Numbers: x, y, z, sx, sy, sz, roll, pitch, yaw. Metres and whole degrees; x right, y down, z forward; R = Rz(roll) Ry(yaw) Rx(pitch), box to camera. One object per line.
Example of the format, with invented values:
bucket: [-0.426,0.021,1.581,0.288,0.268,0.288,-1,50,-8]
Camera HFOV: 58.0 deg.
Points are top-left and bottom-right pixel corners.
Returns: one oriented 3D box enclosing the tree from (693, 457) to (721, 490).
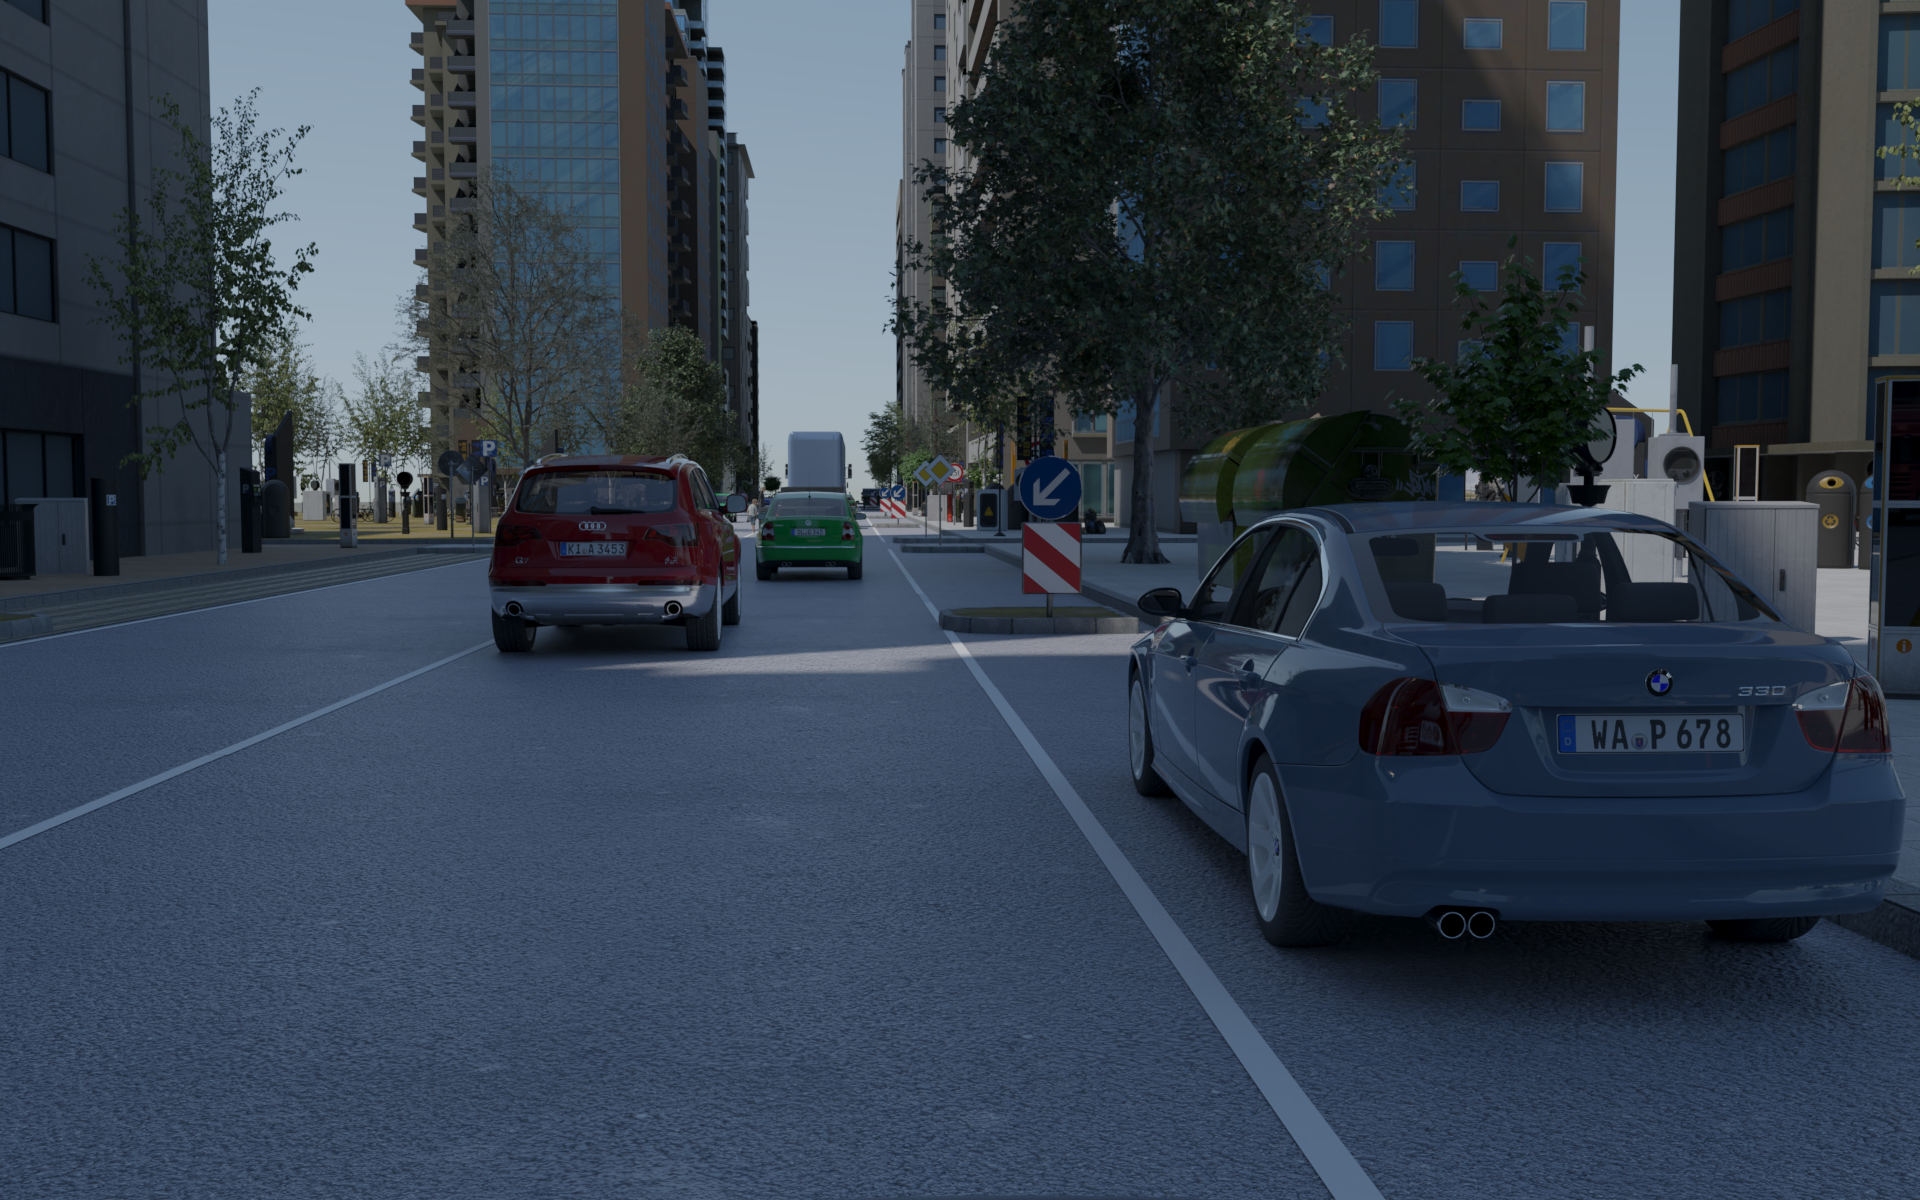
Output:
tree: [-21.108,-9.688,142.115,4.285,4.588,4.351,0,3,0]

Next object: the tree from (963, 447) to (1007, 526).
tree: [1.072,-4.607,69.919,1.663,3.219,1.824,0,3,0]

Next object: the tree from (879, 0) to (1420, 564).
tree: [3.412,-7.014,31.688,9.611,12.733,9.660,0,3,0]

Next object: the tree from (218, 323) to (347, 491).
tree: [-28.942,-7.474,72.566,4.360,8.622,3.978,0,3,0]

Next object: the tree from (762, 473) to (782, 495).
tree: [-28.813,-17.212,265.135,4.285,4.588,4.351,0,3,0]

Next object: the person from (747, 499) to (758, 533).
person: [-7.521,-3.038,62.859,0.352,1.250,0.332,-2,4,-35]

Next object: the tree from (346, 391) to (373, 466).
tree: [-39.066,-9.519,106.005,4.360,8.622,3.978,0,3,0]

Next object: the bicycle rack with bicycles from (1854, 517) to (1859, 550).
bicycle rack with bicycles: [19.457,-1.652,40.386,2.852,0.926,2.925,-3,4,-36]

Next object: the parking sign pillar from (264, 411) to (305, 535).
parking sign pillar: [-21.738,-4.087,55.295,1.447,3.967,1.447,0,4,1]

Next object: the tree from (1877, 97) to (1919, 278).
tree: [12.066,-4.191,18.887,4.737,8.622,4.395,0,3,0]

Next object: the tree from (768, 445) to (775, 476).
tree: [-27.607,-17.674,239.334,4.360,8.622,3.978,0,3,0]

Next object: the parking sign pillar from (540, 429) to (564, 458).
parking sign pillar: [-17.101,-5.146,72.617,1.447,3.967,1.447,-3,5,-42]

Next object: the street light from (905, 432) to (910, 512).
street light: [-3.794,-9.378,126.120,0.468,5.910,1.993,0,4,-4]

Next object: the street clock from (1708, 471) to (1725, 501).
street clock: [23.849,-3.064,54.669,0.471,2.002,0.358,1,4,15]

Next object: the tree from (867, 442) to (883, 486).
tree: [-10.145,-16.969,227.808,4.360,8.622,3.978,0,3,0]

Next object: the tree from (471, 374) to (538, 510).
tree: [-27.476,-9.442,104.731,4.737,8.622,4.395,0,3,0]

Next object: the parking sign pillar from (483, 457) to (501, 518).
parking sign pillar: [-25.609,-6.475,94.339,1.447,3.967,1.447,0,4,-1]

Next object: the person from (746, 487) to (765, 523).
person: [-10.159,-4.775,86.793,0.699,1.804,1.509,3,4,37]

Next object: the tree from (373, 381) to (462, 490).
tree: [-34.611,-9.881,111.917,4.360,8.622,3.978,0,3,0]

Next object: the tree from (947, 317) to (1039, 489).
tree: [1.124,-6.932,63.708,4.737,8.622,4.395,0,3,0]

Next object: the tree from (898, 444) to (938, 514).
tree: [-2.435,-8.008,114.649,4.285,4.588,4.351,0,3,0]

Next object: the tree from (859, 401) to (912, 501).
tree: [-8.339,-17.837,209.758,7.486,12.596,7.792,0,3,0]

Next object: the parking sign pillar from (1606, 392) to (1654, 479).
parking sign pillar: [16.399,-3.319,42.731,1.447,3.967,1.447,-3,4,-37]

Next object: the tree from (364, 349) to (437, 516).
tree: [-29.230,-8.353,86.933,4.737,8.622,4.395,0,3,0]

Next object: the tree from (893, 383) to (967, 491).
tree: [-1.053,-9.555,106.583,4.360,8.622,3.978,0,3,0]

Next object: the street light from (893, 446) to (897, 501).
street light: [-6.080,-11.610,162.614,0.468,5.910,1.993,0,4,-4]

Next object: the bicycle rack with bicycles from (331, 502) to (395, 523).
bicycle rack with bicycles: [-27.397,-4.029,79.248,2.925,0.926,2.852,-2,4,-27]

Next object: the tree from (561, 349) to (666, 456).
tree: [-16.940,-8.235,85.006,4.360,8.622,3.978,0,3,0]

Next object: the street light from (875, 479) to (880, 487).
street light: [-13.935,-19.128,285.529,0.468,5.910,1.993,0,4,-4]

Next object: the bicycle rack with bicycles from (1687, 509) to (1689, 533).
bicycle rack with bicycles: [19.128,-1.826,43.236,2.925,0.926,2.852,-2,4,-32]

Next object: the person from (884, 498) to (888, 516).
person: [-4.840,-6.152,113.371,0.425,1.301,0.394,1,4,14]

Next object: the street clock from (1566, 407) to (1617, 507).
street clock: [5.241,-0.605,14.461,0.471,2.002,0.358,-3,5,-39]

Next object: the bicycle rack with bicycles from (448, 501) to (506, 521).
bicycle rack with bicycles: [-23.551,-4.335,84.251,2.925,0.926,2.852,0,4,7]

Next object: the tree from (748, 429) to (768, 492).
tree: [-23.011,-14.114,181.122,4.360,8.622,3.978,0,3,0]

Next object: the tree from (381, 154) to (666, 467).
tree: [-16.158,-9.380,63.739,12.009,13.543,11.850,0,3,0]

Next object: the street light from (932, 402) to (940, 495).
street light: [-1.213,-6.988,87.045,0.468,5.910,1.993,0,4,-4]

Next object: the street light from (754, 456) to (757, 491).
street light: [-24.812,-14.532,210.389,0.468,5.910,1.993,0,4,-4]

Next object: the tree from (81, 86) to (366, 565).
tree: [-13.595,-4.963,31.500,4.737,8.622,4.395,0,3,0]

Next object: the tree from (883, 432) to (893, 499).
tree: [-3.390,-11.276,134.730,4.360,8.622,3.978,0,3,0]

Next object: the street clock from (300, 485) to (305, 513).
street clock: [-44.503,-6.898,117.354,0.358,2.002,0.471,0,4,-6]

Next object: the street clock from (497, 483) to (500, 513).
street clock: [-29.129,-6.373,108.773,0.471,2.002,0.358,-2,4,-28]

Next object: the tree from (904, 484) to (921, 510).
tree: [-3.778,-9.011,141.929,1.663,3.219,1.824,0,3,0]

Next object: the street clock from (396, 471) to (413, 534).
street clock: [-17.731,-3.107,55.364,0.471,2.002,0.358,0,4,1]

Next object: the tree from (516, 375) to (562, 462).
tree: [-21.447,-8.776,93.852,4.360,8.622,3.978,0,3,0]

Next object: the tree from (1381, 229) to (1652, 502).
tree: [4.088,-1.114,12.818,1.663,3.219,1.824,0,3,0]

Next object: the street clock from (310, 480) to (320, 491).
street clock: [-33.892,-5.291,91.080,0.471,2.002,0.358,2,4,26]

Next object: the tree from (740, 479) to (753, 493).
tree: [-24.935,-12.571,200.134,1.663,3.219,1.824,0,3,0]

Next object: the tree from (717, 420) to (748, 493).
tree: [-21.936,-12.620,156.698,4.360,8.622,3.978,0,3,0]

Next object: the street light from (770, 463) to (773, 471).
street light: [-27.222,-16.916,249.355,0.468,5.910,1.993,0,4,-4]

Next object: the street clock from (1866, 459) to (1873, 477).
street clock: [18.538,-1.857,34.931,0.358,2.002,0.471,-2,4,-33]

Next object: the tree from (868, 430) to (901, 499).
tree: [-8.417,-15.140,197.900,4.737,8.622,4.395,0,3,0]

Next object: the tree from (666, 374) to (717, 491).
tree: [-17.875,-9.437,104.654,4.360,8.622,3.978,0,3,0]

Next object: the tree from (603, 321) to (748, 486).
tree: [-18.826,-12.083,114.563,9.611,12.733,9.660,0,3,0]
